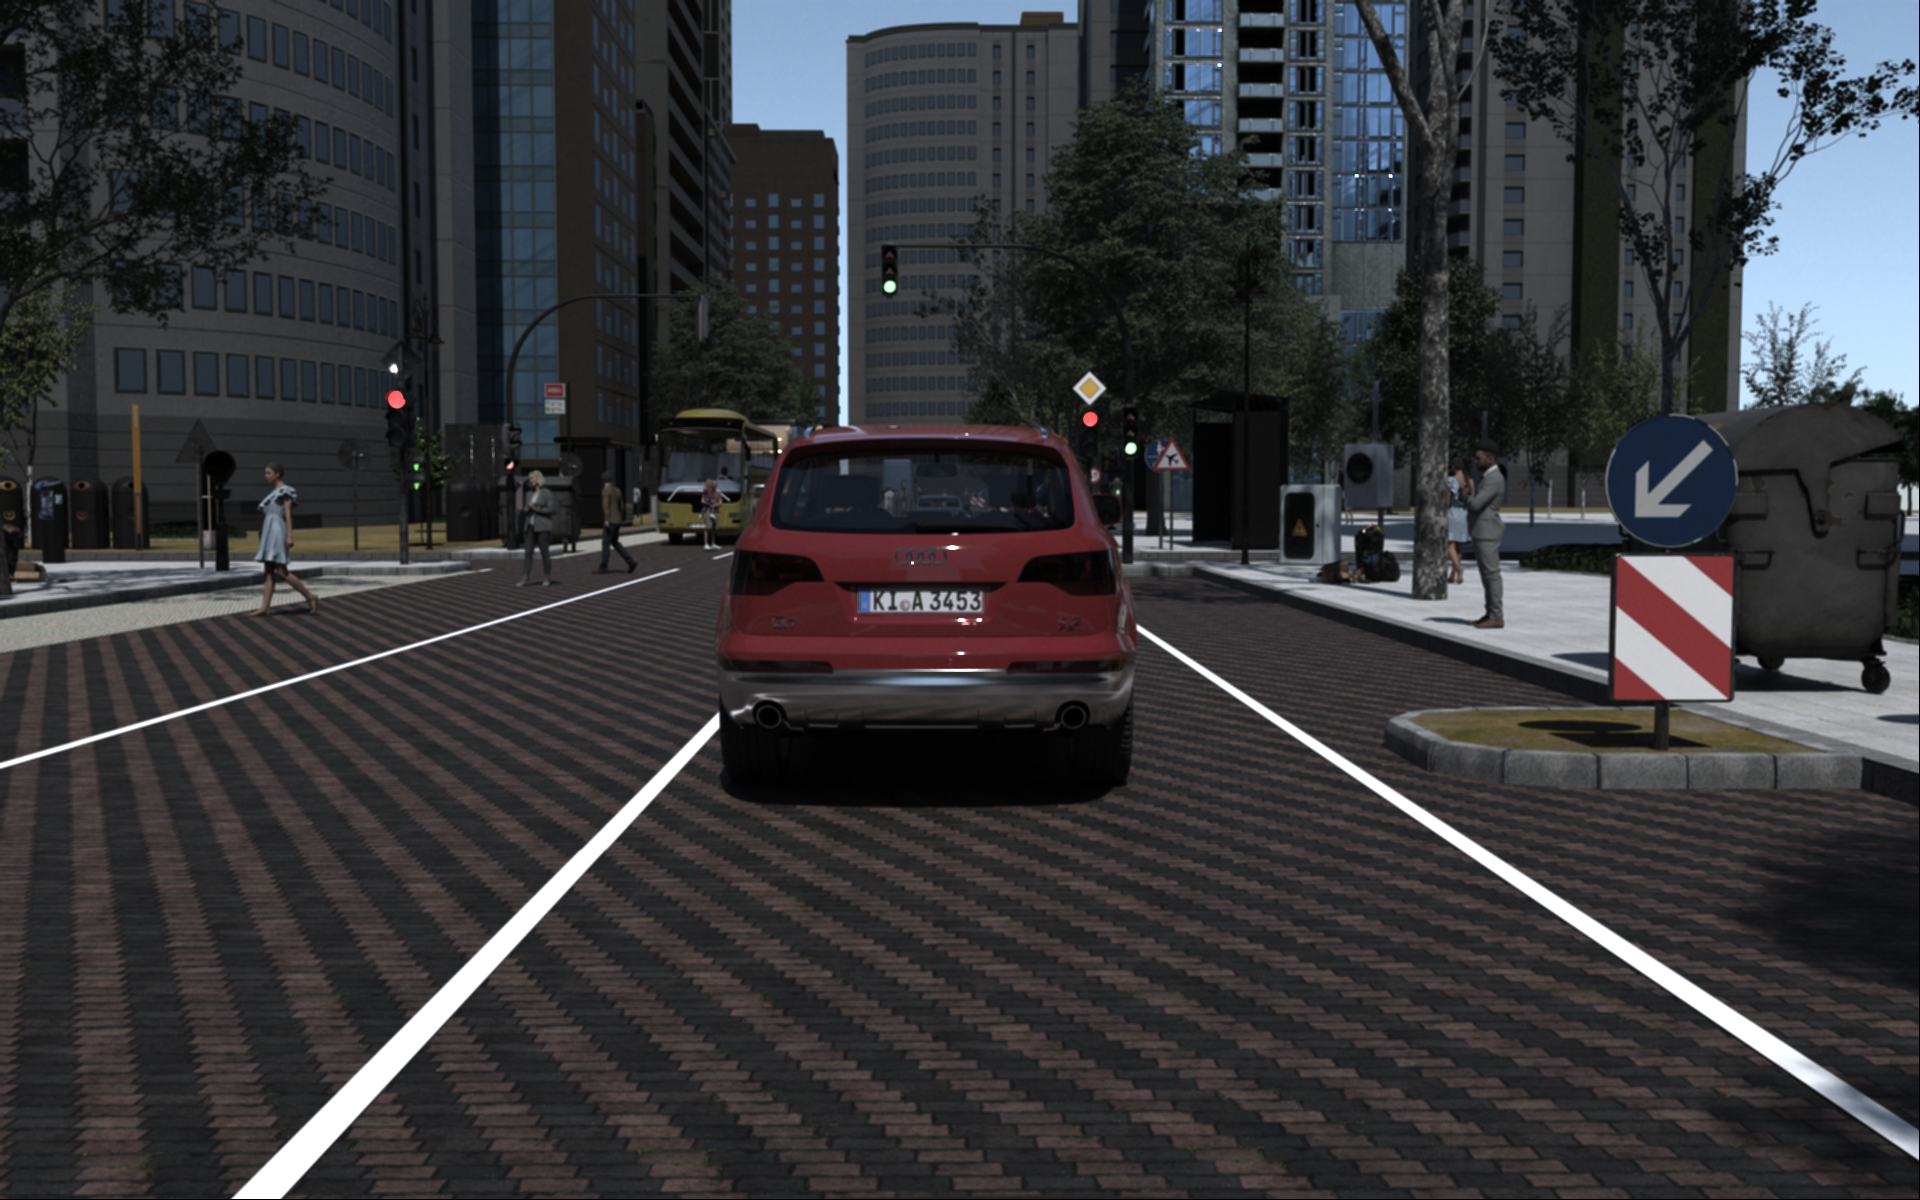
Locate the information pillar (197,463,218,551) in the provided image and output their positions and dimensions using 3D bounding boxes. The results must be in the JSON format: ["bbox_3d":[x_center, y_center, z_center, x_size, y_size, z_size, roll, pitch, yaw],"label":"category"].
[{"bbox_3d":[-17.035,-2.124,39.217,0.304,2.012,0.304,1,4,10],"label":"information pillar"}]

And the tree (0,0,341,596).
[{"bbox_3d":[-12.271,-5.345,21.810,8.767,10.594,7.601,-2,4,-33],"label":"tree"}]

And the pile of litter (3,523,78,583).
[{"bbox_3d":[-13.812,-0.681,25.094,1.719,0.858,1.176,-1,4,-14],"label":"pile of litter"}]

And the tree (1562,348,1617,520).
[{"bbox_3d":[31.009,-8.311,86.245,4.360,8.622,3.978,0,3,0],"label":"tree"}]

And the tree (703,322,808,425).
[{"bbox_3d":[-13.892,-12.030,114.815,7.486,12.596,7.792,0,3,0],"label":"tree"}]

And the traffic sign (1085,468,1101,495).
[{"bbox_3d":[6.394,-5.079,83.143,0.768,2.556,0.104,0,4,6],"label":"traffic sign"}]

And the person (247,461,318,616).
[{"bbox_3d":[-7.992,-0.720,20.366,0.778,1.811,0.616,-2,4,-30],"label":"person"}]

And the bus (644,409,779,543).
[{"bbox_3d":[-7.339,-3.791,53.527,2.896,3.916,12.252,0,4,-1],"label":"bus"}]

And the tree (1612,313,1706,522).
[{"bbox_3d":[28.348,-7.413,71.570,4.737,8.622,4.395,0,3,0],"label":"tree"}]

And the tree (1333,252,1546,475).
[{"bbox_3d":[22.130,-9.961,79.873,9.611,12.733,9.660,0,3,0],"label":"tree"}]

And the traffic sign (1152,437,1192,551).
[{"bbox_3d":[4.803,-2.404,39.303,0.884,2.594,0.081,0,4,7],"label":"traffic sign"}]

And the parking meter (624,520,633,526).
[{"bbox_3d":[-13.478,-3.783,70.262,0.372,1.533,0.369,0,3,0],"label":"parking meter"}]

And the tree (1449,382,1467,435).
[{"bbox_3d":[25.806,-8.630,91.458,4.737,8.622,4.395,0,3,0],"label":"tree"}]

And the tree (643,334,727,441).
[{"bbox_3d":[-12.955,-7.978,80.795,4.360,8.622,3.978,0,3,0],"label":"tree"}]

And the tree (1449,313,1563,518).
[{"bbox_3d":[21.607,-7.375,70.941,4.360,8.622,3.978,0,3,0],"label":"tree"}]

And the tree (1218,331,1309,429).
[{"bbox_3d":[13.147,-7.787,77.682,4.360,8.622,3.978,0,3,0],"label":"tree"}]

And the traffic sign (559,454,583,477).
[{"bbox_3d":[-12.424,-3.375,55.287,0.768,2.556,0.104,0,4,2],"label":"traffic sign"}]

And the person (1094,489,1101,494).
[{"bbox_3d":[9.383,-6.752,117.911,0.593,1.643,0.415,-2,4,-27],"label":"person"}]

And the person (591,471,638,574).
[{"bbox_3d":[-6.238,-1.393,31.186,0.836,1.842,0.656,-1,4,-14],"label":"person"}]

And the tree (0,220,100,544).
[{"bbox_3d":[-24.260,-5.762,44.570,4.737,8.622,4.395,0,3,0],"label":"tree"}]

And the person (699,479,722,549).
[{"bbox_3d":[-6.490,-2.240,45.103,0.573,1.828,0.580,0,4,4],"label":"person"}]

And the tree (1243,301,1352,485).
[{"bbox_3d":[13.124,-7.095,66.372,4.737,8.622,4.395,0,3,0],"label":"tree"}]

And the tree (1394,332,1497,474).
[{"bbox_3d":[28.759,-11.195,101.163,7.486,12.596,7.792,0,3,0],"label":"tree"}]

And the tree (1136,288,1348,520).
[{"bbox_3d":[11.864,-9.746,85.099,9.928,11.665,9.643,0,3,0],"label":"tree"}]

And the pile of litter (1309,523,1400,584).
[{"bbox_3d":[5.746,-0.695,25.327,1.719,0.858,1.176,-2,4,-30],"label":"pile of litter"}]

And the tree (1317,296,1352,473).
[{"bbox_3d":[16.914,-11.578,95.951,9.857,13.997,8.962,0,3,0],"label":"tree"}]

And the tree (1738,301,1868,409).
[{"bbox_3d":[31.706,-7.064,65.857,4.360,8.622,3.978,0,3,0],"label":"tree"}]

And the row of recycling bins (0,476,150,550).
[{"bbox_3d":[-20.765,-2.030,40.303,3.534,1.692,1.069,-1,4,-12],"label":"row of recycling bins"}]

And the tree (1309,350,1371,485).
[{"bbox_3d":[19.078,-8.420,88.034,4.360,8.622,3.978,0,3,0],"label":"tree"}]

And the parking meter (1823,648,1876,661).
[{"bbox_3d":[6.911,-0.306,13.421,0.372,1.533,0.369,0,3,0],"label":"parking meter"}]

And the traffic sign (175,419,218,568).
[{"bbox_3d":[-13.130,-1.830,29.928,0.884,2.594,0.081,0,4,4],"label":"traffic sign"}]

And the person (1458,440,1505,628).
[{"bbox_3d":[5.018,-0.641,16.702,0.466,1.800,0.511,0,4,-2],"label":"person"}]

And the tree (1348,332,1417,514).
[{"bbox_3d":[27.427,-11.330,110.995,9.928,11.665,9.643,0,3,0],"label":"tree"}]

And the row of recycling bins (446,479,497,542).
[{"bbox_3d":[-13.495,-2.505,48.063,1.069,1.692,3.534,0,4,-5],"label":"row of recycling bins"}]

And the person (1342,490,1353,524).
[{"bbox_3d":[16.336,-4.074,72.996,0.599,1.781,0.374,-1,4,-16],"label":"person"}]

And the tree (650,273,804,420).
[{"bbox_3d":[-13.345,-11.796,99.524,9.857,13.997,8.962,0,3,0],"label":"tree"}]

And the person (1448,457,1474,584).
[{"bbox_3d":[7.164,-1.143,24.826,0.616,1.811,0.778,0,4,-1],"label":"person"}]

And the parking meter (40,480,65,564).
[{"bbox_3d":[-16.819,-1.449,32.104,0.372,1.533,0.369,0,3,0],"label":"parking meter"}]

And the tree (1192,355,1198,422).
[{"bbox_3d":[17.453,-11.672,108.959,7.486,12.596,7.792,0,3,0],"label":"tree"}]

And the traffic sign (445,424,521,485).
[{"bbox_3d":[-13.803,-3.440,50.117,2.265,3.308,0.079,0,4,6],"label":"traffic sign"}]

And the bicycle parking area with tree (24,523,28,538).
[{"bbox_3d":[-31.064,-3.704,47.566,8.231,4.147,9.016,1,4,18],"label":"bicycle parking area with tree"}]

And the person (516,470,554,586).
[{"bbox_3d":[-6.581,-1.117,26.945,0.537,1.800,0.526,2,4,31],"label":"person"}]

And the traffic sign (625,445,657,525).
[{"bbox_3d":[-13.693,-4.816,72.611,2.265,3.308,0.079,0,4,7],"label":"traffic sign"}]

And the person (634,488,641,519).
[{"bbox_3d":[-16.389,-4.977,87.266,0.661,1.843,0.795,2,4,30],"label":"person"}]

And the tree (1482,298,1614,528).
[{"bbox_3d":[22.123,-7.072,65.993,4.737,8.622,4.395,0,3,0],"label":"tree"}]

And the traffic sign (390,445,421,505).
[{"bbox_3d":[-13.261,-2.527,41.430,0.768,2.556,0.104,0,4,5],"label":"traffic sign"}]

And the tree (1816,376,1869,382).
[{"bbox_3d":[45.188,-7.291,82.119,20.602,7.101,11.467,1,4,22],"label":"tree"}]

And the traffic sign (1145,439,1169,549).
[{"bbox_3d":[4.689,-2.462,40.353,0.768,2.556,0.104,0,4,7],"label":"traffic sign"}]

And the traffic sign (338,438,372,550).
[{"bbox_3d":[-13.749,-2.401,39.361,0.768,2.556,0.104,0,4,4],"label":"traffic sign"}]
